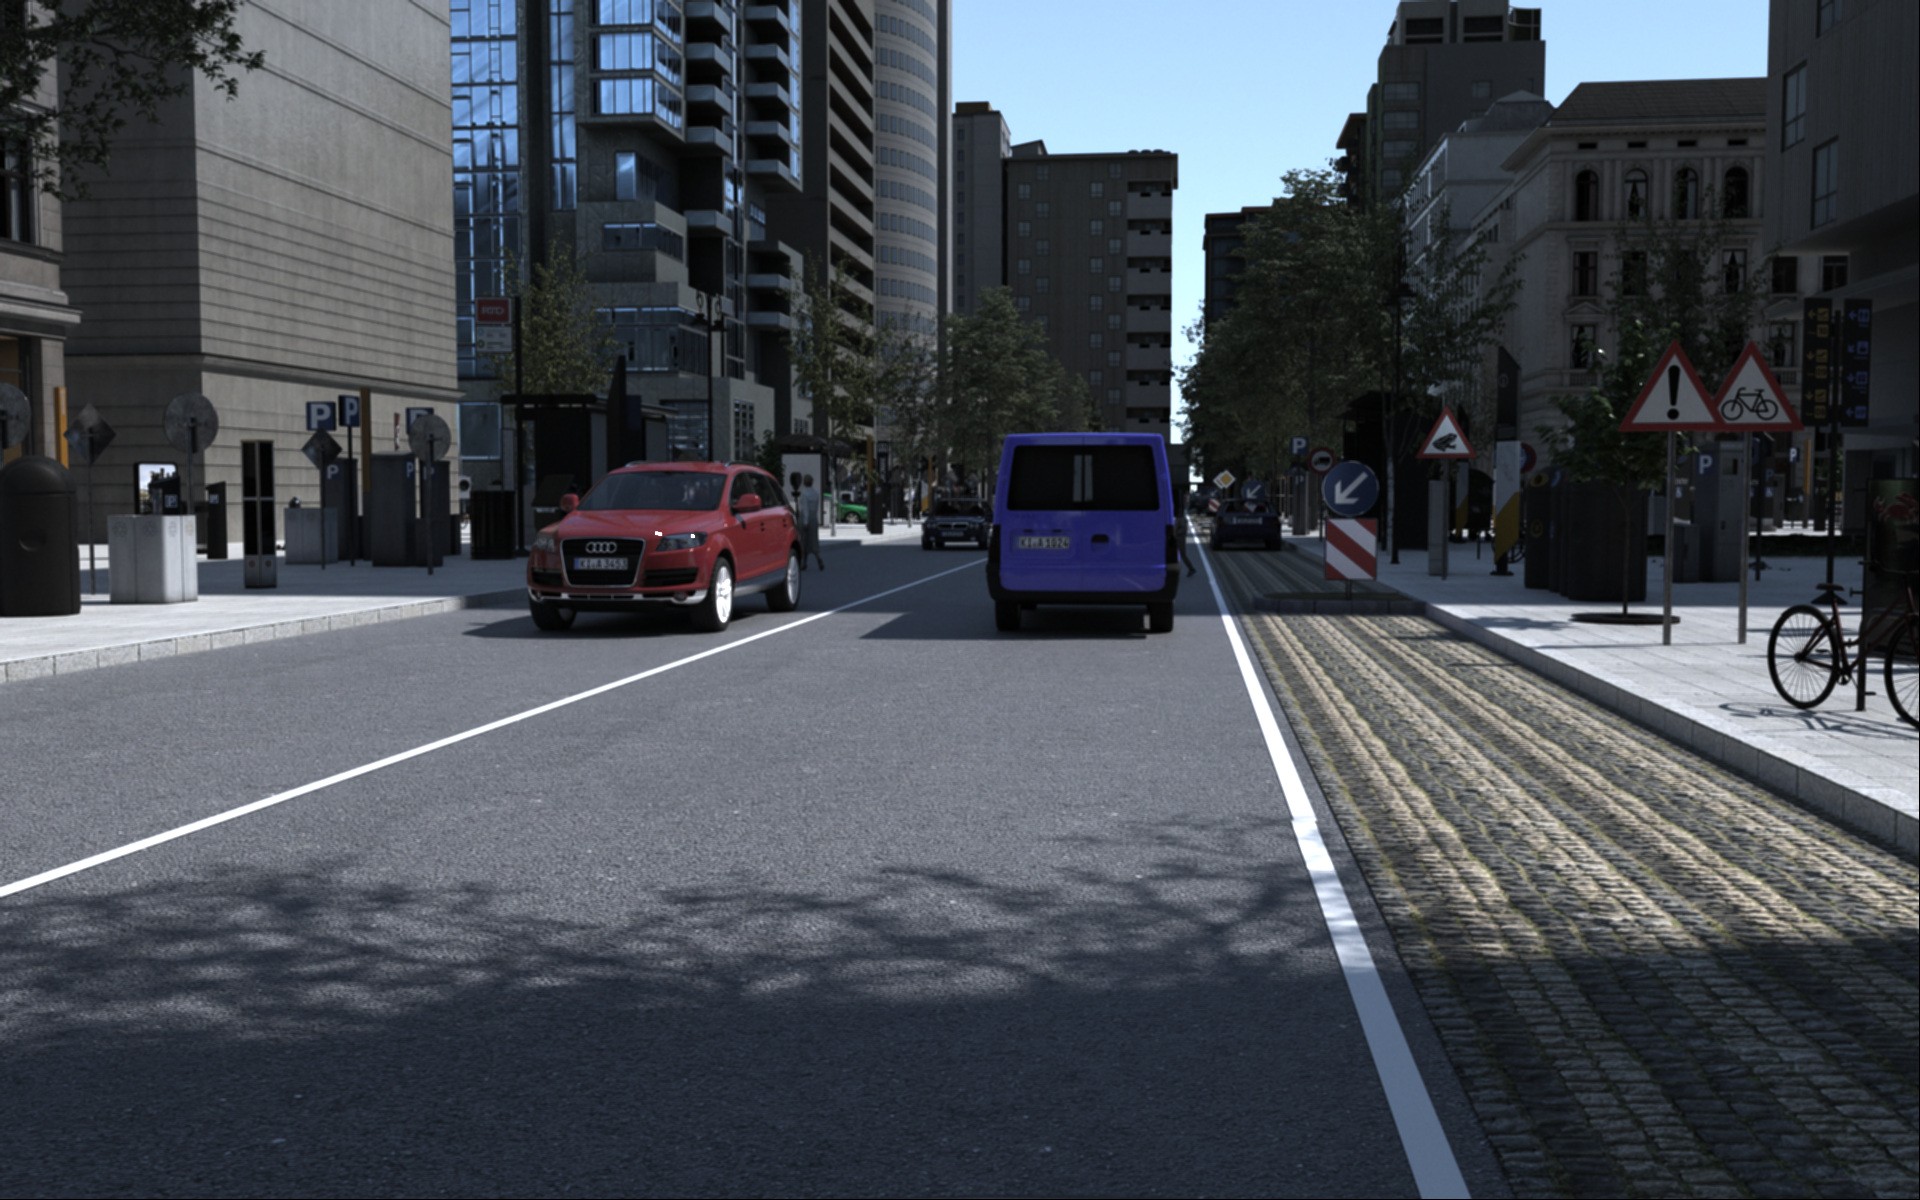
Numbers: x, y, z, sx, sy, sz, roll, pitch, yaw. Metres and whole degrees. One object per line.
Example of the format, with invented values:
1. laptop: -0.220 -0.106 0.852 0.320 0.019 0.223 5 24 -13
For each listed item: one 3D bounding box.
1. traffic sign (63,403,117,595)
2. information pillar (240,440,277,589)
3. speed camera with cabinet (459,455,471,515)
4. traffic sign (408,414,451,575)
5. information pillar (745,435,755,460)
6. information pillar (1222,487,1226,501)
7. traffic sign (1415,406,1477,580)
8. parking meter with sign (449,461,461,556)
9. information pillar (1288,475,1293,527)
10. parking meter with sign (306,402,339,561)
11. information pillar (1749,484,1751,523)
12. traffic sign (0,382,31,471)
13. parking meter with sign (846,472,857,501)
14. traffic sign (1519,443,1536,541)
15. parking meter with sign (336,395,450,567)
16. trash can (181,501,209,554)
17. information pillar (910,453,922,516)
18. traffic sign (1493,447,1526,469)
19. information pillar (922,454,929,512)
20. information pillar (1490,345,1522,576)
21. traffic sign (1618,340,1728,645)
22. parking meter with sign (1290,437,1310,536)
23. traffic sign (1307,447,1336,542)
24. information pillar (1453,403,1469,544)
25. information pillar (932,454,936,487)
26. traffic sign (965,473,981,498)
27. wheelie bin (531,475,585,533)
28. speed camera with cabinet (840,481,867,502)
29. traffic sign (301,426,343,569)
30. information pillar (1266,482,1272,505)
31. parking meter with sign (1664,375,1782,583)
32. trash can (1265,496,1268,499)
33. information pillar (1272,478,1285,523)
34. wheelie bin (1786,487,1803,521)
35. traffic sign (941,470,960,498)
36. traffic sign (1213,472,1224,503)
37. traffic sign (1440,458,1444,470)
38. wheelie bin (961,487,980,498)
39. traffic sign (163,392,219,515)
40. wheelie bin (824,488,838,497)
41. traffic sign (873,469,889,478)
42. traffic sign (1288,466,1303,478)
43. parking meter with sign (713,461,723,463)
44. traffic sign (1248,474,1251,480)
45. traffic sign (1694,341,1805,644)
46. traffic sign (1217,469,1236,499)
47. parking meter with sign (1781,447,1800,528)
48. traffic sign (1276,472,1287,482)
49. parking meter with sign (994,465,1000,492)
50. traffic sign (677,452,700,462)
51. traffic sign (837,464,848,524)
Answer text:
1. traffic sign: -11.040 -1.272 21.990 0.795 2.450 0.064 1 4 14
2. information pillar: -9.534 -1.166 23.551 0.304 2.012 0.304 1 4 23
3. speed camera with cabinet: -25.804 -5.697 87.487 2.038 3.252 0.660 -3 4 -38
4. traffic sign: -8.435 -1.676 27.514 0.768 2.556 0.104 1 4 16
5. information pillar: -8.353 -4.742 68.892 0.504 3.616 0.183 3 5 43
6. information pillar: 22.486 -8.775 147.964 0.304 2.012 0.304 -2 4 -30
7. traffic sign: 7.217 -1.575 25.750 0.884 2.594 0.081 1 4 14
8. parking meter with sign: -10.828 -2.418 35.800 0.543 3.016 1.738 0 4 4
9. information pillar: 12.912 -3.824 67.019 0.304 2.012 0.304 -3 5 -44
10. parking meter with sign: -11.991 -2.284 33.606 0.543 3.016 1.738 0 4 5
11. information pillar: 25.145 -3.122 55.544 0.304 2.012 0.304 1 4 12
12. traffic sign: -10.891 -1.196 19.660 0.768 2.556 0.104 1 4 9
13. parking meter with sign: -8.283 -8.373 133.161 0.543 3.016 1.738 -2 4 -28
14. traffic sign: 14.043 -2.652 43.468 0.768 2.556 0.104 0 4 8
15. parking meter with sign: -10.020 -2.101 30.610 1.738 3.016 0.543 1 4 12
16. trash can: -16.370 -1.561 37.180 0.748 1.137 0.748 0 3 0
17. information pillar: -2.566 -6.512 97.832 0.504 3.616 0.183 2 4 29
18. traffic sign: 13.417 -2.585 42.368 0.768 2.556 0.104 1 4 12
19. information pillar: -2.016 -6.681 100.588 0.504 3.616 0.183 1 4 17
20. information pillar: 8.588 -2.190 27.166 0.183 3.616 0.504 -1 4 -22
21. traffic sign: 6.020 -0.898 14.680 0.884 2.594 0.081 1 4 9
22. parking meter with sign: 10.576 -3.510 53.644 0.543 3.016 1.738 1 4 17
23. traffic sign: 9.749 -2.850 46.700 0.768 2.556 0.104 1 4 15
24. information pillar: 13.043 -3.280 44.985 0.504 3.616 0.183 -3 5 -44
25. information pillar: -1.620 -6.736 101.486 0.504 3.616 0.183 -3 4 -36
26. traffic sign: 0.601 -4.671 80.006 0.795 2.450 0.064 0 4 7
27. wheelie bin: -6.606 -1.261 28.518 0.980 1.594 0.693 2 4 31
28. speed camera with cabinet: -7.314 -7.598 118.562 2.038 3.252 0.660 -1 4 -16
29. traffic sign: -10.838 -1.727 29.420 0.795 2.450 0.064 1 4 14
30. information pillar: 18.800 -6.155 105.129 0.304 2.012 0.304 -2 4 -34
31. parking meter with sign: 11.074 -1.772 25.240 1.738 3.016 0.543 -2 4 -25
32. trash can: 23.512 -7.466 133.722 0.748 1.137 0.748 0 3 0
33. information pillar: 14.327 -4.469 77.562 0.304 2.012 0.304 -3 5 -44
34. wheelie bin: 39.381 -4.505 81.570 0.693 1.594 0.980 -1 4 -21
35. traffic sign: -0.402 -4.186 72.084 0.795 2.450 0.064 0 4 7
36. traffic sign: 11.853 -4.583 78.566 0.795 2.450 0.064 0 4 7
37. traffic sign: 14.327 -3.195 52.339 0.768 2.556 0.104 1 4 12
38. wheelie bin: 0.529 -4.584 82.862 0.980 1.594 0.693 -3 5 -43
39. traffic sign: -9.600 -1.315 21.605 0.768 2.556 0.104 1 4 11
40. wheelie bin: -6.325 -4.667 84.220 0.980 1.594 0.693 2 4 29
41. traffic sign: -3.742 -5.013 82.073 0.768 2.556 0.104 1 4 13
42. traffic sign: 15.497 -4.879 79.884 0.768 2.556 0.104 1 4 16
43. parking meter with sign: -12.912 -5.692 89.318 0.543 3.016 1.738 2 4 25
44. traffic sign: 18.217 -6.567 107.480 0.768 2.556 0.104 1 4 14
45. traffic sign: 6.712 -0.904 14.788 0.884 2.594 0.081 1 4 10
46. traffic sign: 10.850 -4.098 70.644 0.795 2.450 0.064 0 4 7
47. parking meter with sign: 30.434 -4.198 64.903 1.738 3.016 0.543 0 4 -3
48. traffic sign: 18.814 -6.222 101.830 0.768 2.556 0.104 1 4 12
49. parking meter with sign: 2.311 -6.610 104.331 0.543 3.016 1.738 0 4 3
50. traffic sign: -8.145 -3.169 51.911 0.768 2.556 0.104 1 4 11
51. traffic sign: -5.136 -4.496 73.614 0.768 2.556 0.104 1 4 13
